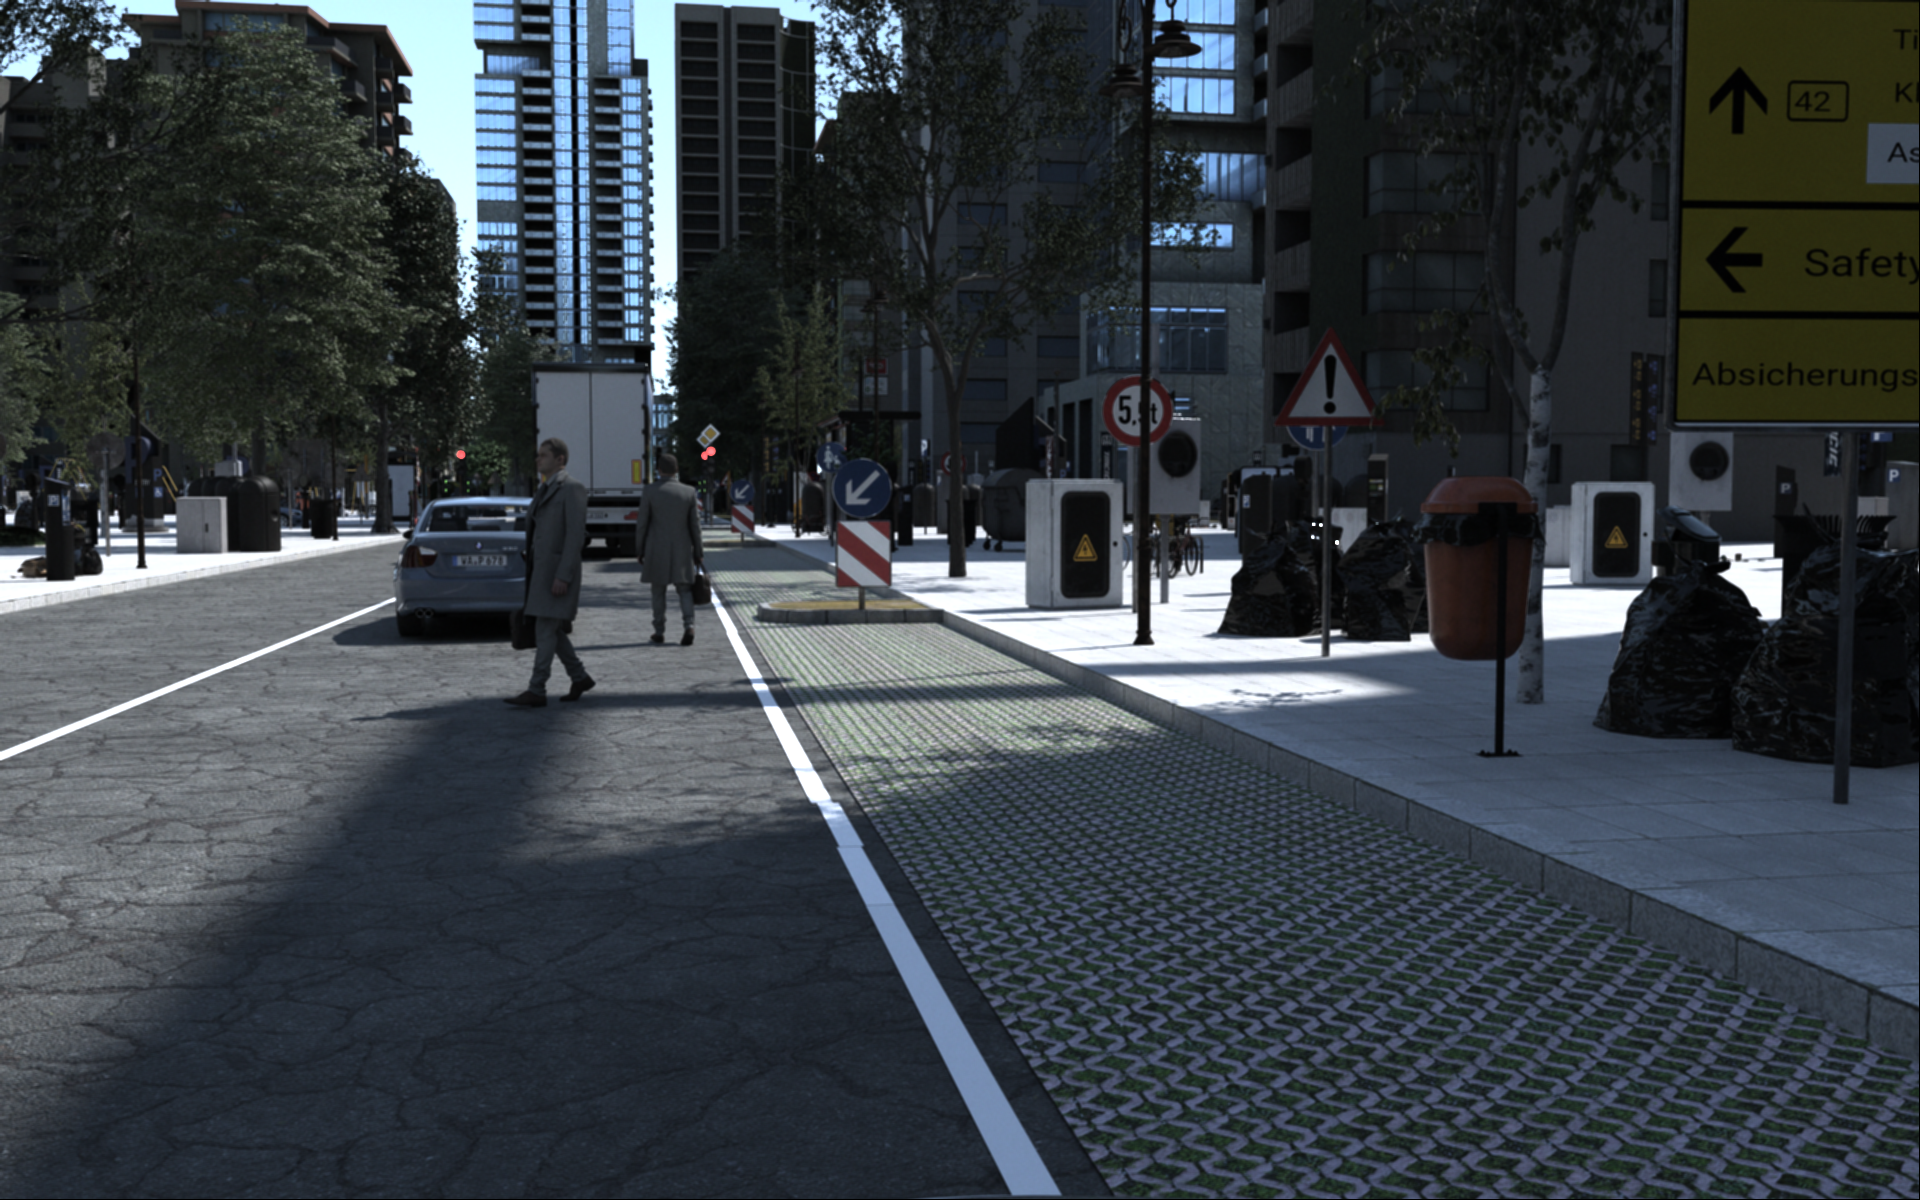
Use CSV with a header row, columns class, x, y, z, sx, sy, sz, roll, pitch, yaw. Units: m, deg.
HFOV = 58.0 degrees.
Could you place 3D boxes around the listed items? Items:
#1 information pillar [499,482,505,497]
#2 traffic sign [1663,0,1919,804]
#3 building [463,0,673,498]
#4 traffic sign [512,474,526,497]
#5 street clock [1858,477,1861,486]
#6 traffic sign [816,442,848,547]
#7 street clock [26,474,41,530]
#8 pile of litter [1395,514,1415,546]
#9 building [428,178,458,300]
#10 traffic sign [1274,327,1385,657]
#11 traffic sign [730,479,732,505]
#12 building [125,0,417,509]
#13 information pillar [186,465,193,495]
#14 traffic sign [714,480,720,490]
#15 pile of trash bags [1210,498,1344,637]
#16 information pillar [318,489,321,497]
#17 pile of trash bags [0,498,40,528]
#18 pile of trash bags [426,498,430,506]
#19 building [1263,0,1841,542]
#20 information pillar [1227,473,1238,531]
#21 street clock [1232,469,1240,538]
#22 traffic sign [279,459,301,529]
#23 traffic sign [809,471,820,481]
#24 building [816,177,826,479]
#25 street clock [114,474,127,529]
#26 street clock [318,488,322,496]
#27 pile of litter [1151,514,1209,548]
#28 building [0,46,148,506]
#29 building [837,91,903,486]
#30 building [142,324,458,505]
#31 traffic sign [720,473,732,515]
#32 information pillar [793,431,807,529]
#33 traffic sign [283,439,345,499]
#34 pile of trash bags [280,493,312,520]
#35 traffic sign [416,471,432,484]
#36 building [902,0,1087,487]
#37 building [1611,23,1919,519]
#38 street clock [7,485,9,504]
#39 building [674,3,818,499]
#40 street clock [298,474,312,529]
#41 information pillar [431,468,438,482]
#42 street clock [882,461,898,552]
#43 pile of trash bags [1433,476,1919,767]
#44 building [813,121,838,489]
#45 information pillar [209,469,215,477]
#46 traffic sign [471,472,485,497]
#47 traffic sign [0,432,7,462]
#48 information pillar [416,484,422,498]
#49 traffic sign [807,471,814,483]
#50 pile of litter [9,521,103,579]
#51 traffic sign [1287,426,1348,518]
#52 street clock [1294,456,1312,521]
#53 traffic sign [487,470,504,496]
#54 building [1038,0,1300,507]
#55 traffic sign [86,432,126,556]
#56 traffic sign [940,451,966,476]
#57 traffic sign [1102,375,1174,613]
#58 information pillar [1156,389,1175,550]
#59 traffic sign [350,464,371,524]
class,x,y,z,sx,sy,sz,roll,pitch,yaw
information pillar,-27.899,-6.179,105.518,0.304,2.012,0.304,-2,4,-24
traffic sign,3.979,-0.809,7.101,2.265,3.308,0.079,0,4,-3
building,-58.058,-57.528,253.261,31.000,86.520,22.319,-1,4,-10
traffic sign,-28.332,-6.802,111.209,0.884,2.594,0.081,0,4,-4
street clock,33.172,-3.659,64.390,0.471,2.002,0.358,0,4,6
traffic sign,-3.116,-2.576,42.218,0.768,2.556,0.104,0,4,-5
street clock,-32.696,-3.462,61.168,0.471,2.002,0.358,1,4,14
pile of litter,9.739,-1.405,36.942,1.176,0.858,1.719,3,4,39
building,-84.421,-38.321,250.252,21.600,48.544,21.300,-1,4,-10
traffic sign,2.886,-0.832,13.599,0.884,2.594,0.081,0,4,-4
traffic sign,-15.000,-6.827,113.756,0.606,2.300,0.079,0,4,-2
building,-62.227,-30.815,158.443,22.147,44.769,28.867,-1,4,-10
information pillar,-60.933,-8.907,136.989,0.504,3.616,0.183,-1,4,-19
traffic sign,-21.212,-9.229,151.006,0.768,2.556,0.104,0,4,-3
pile of trash bags,4.059,-0.421,16.637,1.912,1.369,3.447,3,5,41
information pillar,-52.694,-8.457,142.766,0.304,2.012,0.304,1,4,15
pile of trash bags,-35.906,-3.325,64.112,3.447,1.369,1.912,-1,4,-12
pile of trash bags,-37.809,-6.750,120.118,3.447,1.369,1.912,-1,4,-13
building,16.448,-17.128,51.744,14.160,30.474,14.107,-1,4,-10
information pillar,9.564,-3.452,60.935,0.304,2.012,0.304,1,4,12
street clock,8.226,-2.836,50.943,0.471,2.002,0.358,-3,4,-36
traffic sign,-24.331,-3.840,62.890,0.768,2.556,0.104,0,4,-7
traffic sign,-8.239,-5.951,97.406,0.768,2.556,0.104,0,4,0
building,-8.171,-41.440,266.777,27.495,52.752,28.713,-1,4,-10
street clock,-30.492,-3.575,63.021,0.471,2.002,0.358,0,4,3
street clock,-48.679,-7.797,132.052,0.471,2.002,0.358,2,4,35
pile of litter,5.207,-1.717,42.035,1.176,0.858,1.719,-3,5,-40
building,-96.988,-34.635,189.983,21.600,48.544,21.300,-1,4,-10
building,-5.919,-30.382,180.339,14.154,41.232,14.086,-1,4,-10
building,-71.701,-21.268,192.770,28.899,21.520,27.650,-1,4,-10
traffic sign,-14.144,-6.434,105.201,0.884,2.594,0.081,0,4,-2
information pillar,-5.967,-4.474,64.507,0.504,3.616,0.183,-1,4,-16
traffic sign,-24.089,-4.324,64.578,2.265,3.308,0.079,0,4,-2
pile of trash bags,-38.595,-5.381,97.732,3.447,1.369,1.912,-3,5,-45
traffic sign,-28.745,-5.681,92.893,0.884,2.594,0.081,0,3,0
building,6.053,-36.169,133.364,21.231,58.520,28.212,-1,4,-10
building,51.410,-20.574,108.088,14.107,30.474,14.160,-1,4,-10
street clock,-71.904,-7.702,130.501,0.358,2.002,0.471,1,4,22
building,-31.730,-50.116,257.648,20.611,71.187,20.563,-1,4,-10
street clock,-24.185,-3.635,63.996,0.471,2.002,0.358,2,4,23
information pillar,-37.271,-8.054,123.035,0.504,3.616,0.183,-1,4,-10
street clock,-1.548,-2.053,38.142,0.358,2.002,0.471,-1,4,-20
pile of trash bags,3.994,0.051,8.927,3.447,1.369,1.912,-1,4,-10
building,-5.511,-33.486,202.118,22.147,44.769,28.867,-1,4,-10
information pillar,-21.551,-2.800,50.276,0.304,2.012,0.304,2,4,33
traffic sign,-25.395,-5.500,91.105,0.795,2.450,0.064,0,4,-3
traffic sign,-18.108,-1.963,32.208,0.768,2.556,0.104,0,4,-3
information pillar,-35.318,-6.642,113.083,0.304,2.012,0.304,-2,4,-34
traffic sign,-8.288,-5.732,93.727,0.884,2.594,0.081,0,4,-1
pile of litter,-14.176,-0.804,27.105,1.176,0.858,1.719,1,4,19
traffic sign,4.127,-1.223,20.105,0.768,2.556,0.104,0,4,-7
street clock,6.530,-1.739,32.998,0.358,2.002,0.471,2,4,29
traffic sign,-24.734,-5.638,92.184,0.884,2.594,0.081,0,4,-2
building,20.724,-48.430,104.499,31.000,86.520,22.319,-1,4,-10
traffic sign,-17.534,-2.170,35.580,0.768,2.556,0.104,0,4,-6
traffic sign,-0.198,-3.092,50.654,0.768,2.556,0.104,0,4,-8
traffic sign,1.899,-1.131,18.604,0.768,2.556,0.104,0,4,-1
information pillar,4.587,-2.890,38.611,0.504,3.616,0.183,-2,4,-34
traffic sign,-25.606,-4.526,74.006,0.884,2.594,0.081,0,4,-4
